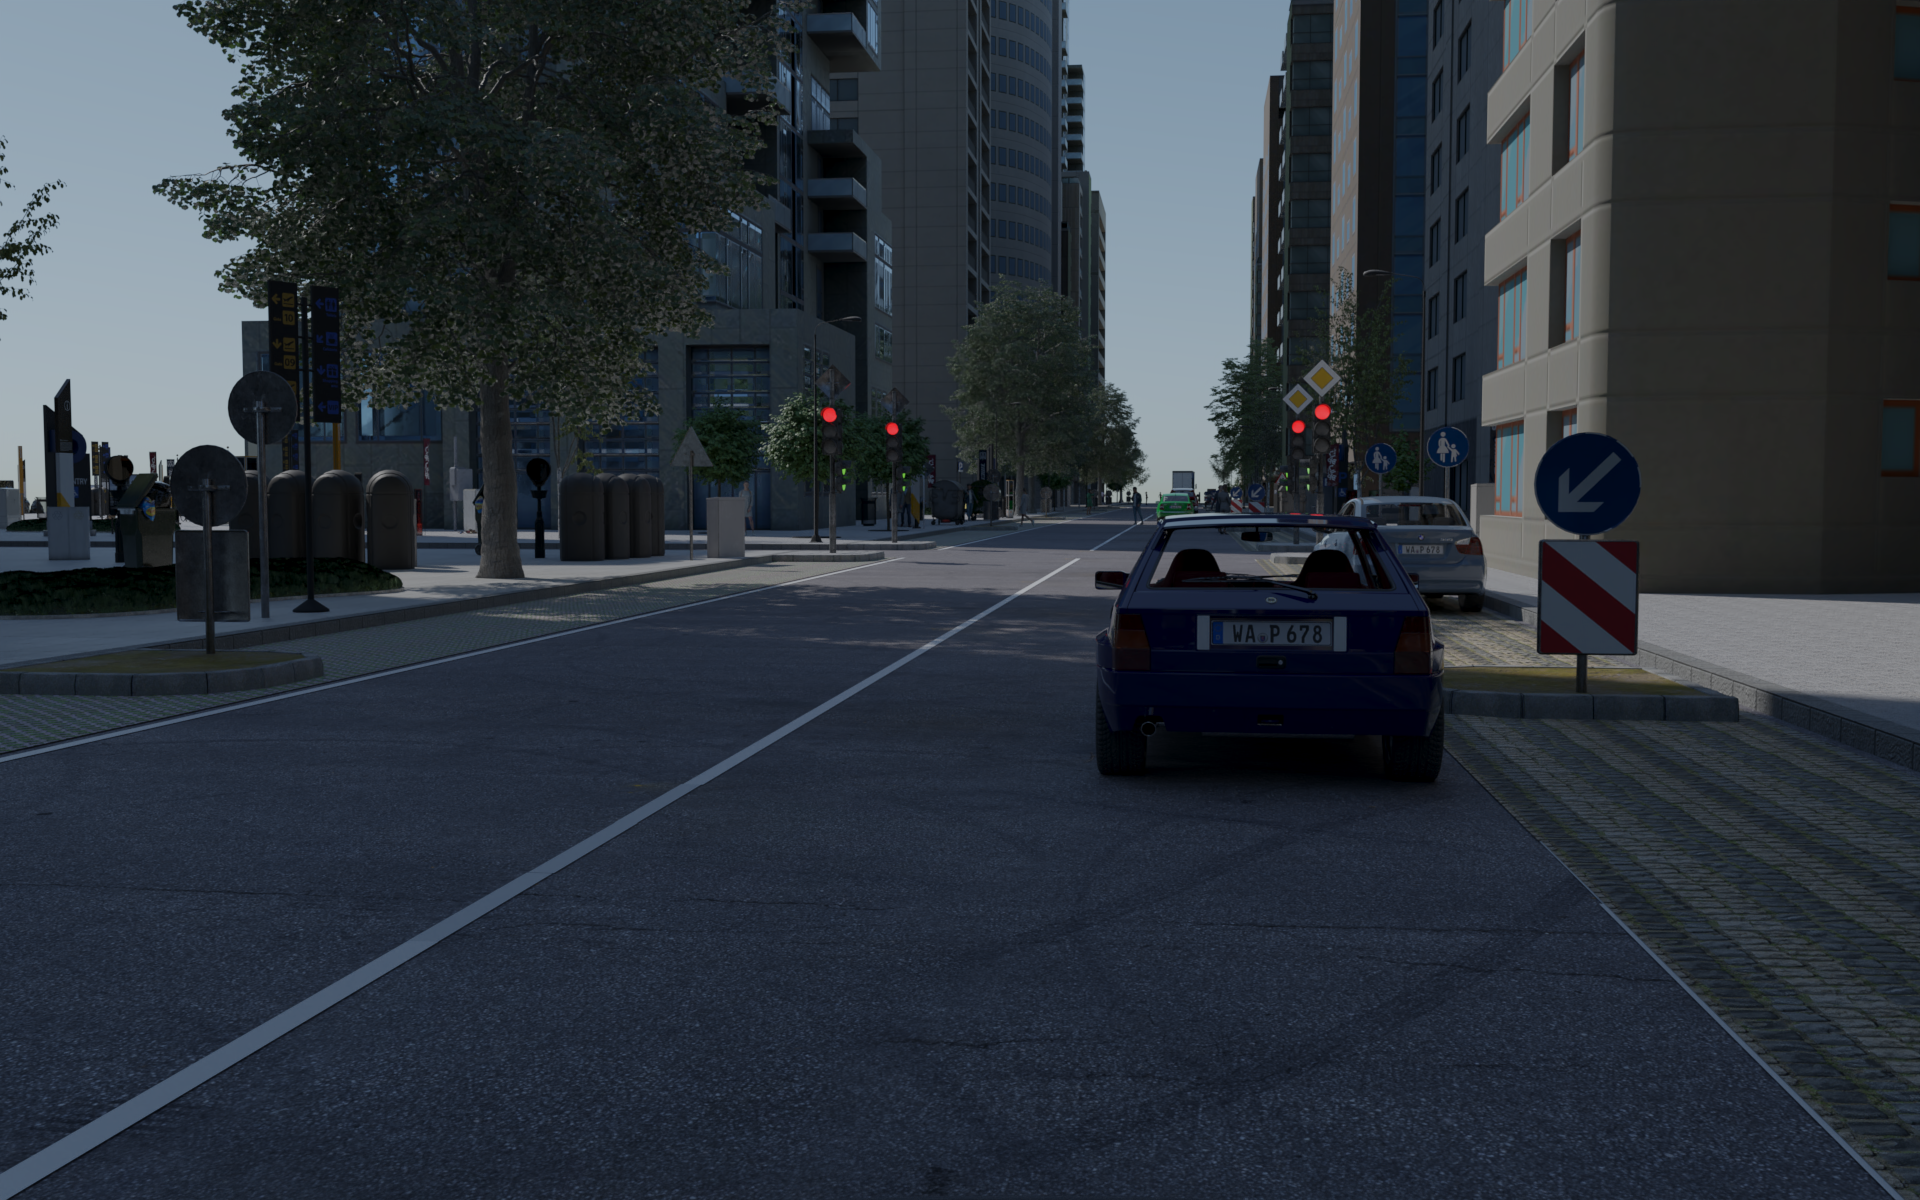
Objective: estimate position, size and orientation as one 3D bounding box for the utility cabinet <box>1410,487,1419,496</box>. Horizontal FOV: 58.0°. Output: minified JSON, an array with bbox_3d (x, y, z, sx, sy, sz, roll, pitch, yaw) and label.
[{"bbox_3d":[13.889,-2.704,52.887,0.318,1.500,1.173,1,4,14],"label":"utility cabinet"}]

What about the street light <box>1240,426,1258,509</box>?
[{"bbox_3d":[19.727,-8.892,117.920,1.470,5.913,1.316,0,4,7],"label":"street light"}]

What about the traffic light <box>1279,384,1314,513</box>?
[{"bbox_3d":[8.571,-3.377,44.132,0.839,4.253,0.868,0,4,7],"label":"traffic light"}]

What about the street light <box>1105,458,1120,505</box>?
[{"bbox_3d":[17.846,-14.207,204.819,1.470,5.913,1.316,0,4,7],"label":"street light"}]

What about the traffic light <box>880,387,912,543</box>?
[{"bbox_3d":[-1.703,-3.458,45.466,0.839,4.253,0.868,0,4,7],"label":"traffic light"}]

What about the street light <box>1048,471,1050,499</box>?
[{"bbox_3d":[6.782,-9.108,121.459,1.470,5.913,1.316,0,4,7],"label":"street light"}]

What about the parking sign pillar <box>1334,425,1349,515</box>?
[{"bbox_3d":[14.769,-4.810,67.111,1.447,3.967,1.447,0,4,7],"label":"parking sign pillar"}]

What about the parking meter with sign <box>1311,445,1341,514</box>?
[{"bbox_3d":[13.114,-4.040,62.318,0.543,3.016,1.738,-1,4,-10],"label":"parking meter with sign"}]

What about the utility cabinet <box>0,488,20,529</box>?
[{"bbox_3d":[-34.790,-3.347,63.404,0.318,1.500,1.173,0,4,-8],"label":"utility cabinet"}]

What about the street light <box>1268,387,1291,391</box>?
[{"bbox_3d":[14.122,-6.297,75.495,1.470,5.913,1.316,0,4,7],"label":"street light"}]

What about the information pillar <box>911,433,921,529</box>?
[{"bbox_3d":[-1.656,-4.467,64.388,0.183,3.616,0.504,2,4,31],"label":"information pillar"}]

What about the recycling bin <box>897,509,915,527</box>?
[{"bbox_3d":[-2.073,-3.397,68.097,0.722,1.027,0.722,0,4,3],"label":"recycling bin"}]

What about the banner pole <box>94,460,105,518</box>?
[{"bbox_3d":[-46.643,-6.339,93.656,0.401,3.779,0.863,0,4,-2],"label":"banner pole"}]

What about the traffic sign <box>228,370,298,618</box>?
[{"bbox_3d":[-7.202,-1.087,17.883,0.768,2.556,0.104,0,4,8],"label":"traffic sign"}]

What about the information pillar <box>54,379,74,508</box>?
[{"bbox_3d":[-18.097,-2.671,35.025,0.183,3.616,0.504,0,4,3],"label":"information pillar"}]

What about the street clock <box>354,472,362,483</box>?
[{"bbox_3d":[-20.110,-3.264,57.940,0.358,2.002,0.471,-1,4,-15],"label":"street clock"}]

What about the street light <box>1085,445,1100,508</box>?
[{"bbox_3d":[12.577,-11.730,164.328,1.470,5.913,1.316,0,4,7],"label":"street light"}]

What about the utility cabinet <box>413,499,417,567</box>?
[{"bbox_3d":[-9.962,-1.212,30.977,0.306,1.237,1.020,-2,4,-29],"label":"utility cabinet"}]

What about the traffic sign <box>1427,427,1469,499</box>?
[{"bbox_3d":[9.237,-2.002,32.835,0.768,2.556,0.104,1,4,17],"label":"traffic sign"}]

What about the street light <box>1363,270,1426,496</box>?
[{"bbox_3d":[9.062,-3.881,36.001,1.470,5.913,1.316,0,4,7],"label":"street light"}]

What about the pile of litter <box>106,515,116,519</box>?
[{"bbox_3d":[-41.494,-4.353,85.128,1.176,0.858,1.719,1,4,9],"label":"pile of litter"}]

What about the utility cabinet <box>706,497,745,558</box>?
[{"bbox_3d":[-4.739,-1.461,35.049,0.306,1.237,1.020,2,4,24],"label":"utility cabinet"}]

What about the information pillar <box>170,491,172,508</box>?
[{"bbox_3d":[-55.231,-7.943,121.230,0.504,3.616,0.183,-3,5,-39],"label":"information pillar"}]

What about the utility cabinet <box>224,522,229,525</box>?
[{"bbox_3d":[-30.478,-3.814,71.043,0.318,1.500,1.173,1,4,9],"label":"utility cabinet"}]

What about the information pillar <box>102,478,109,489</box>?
[{"bbox_3d":[-59.587,-7.912,120.722,0.504,3.616,0.183,-2,4,-31],"label":"information pillar"}]

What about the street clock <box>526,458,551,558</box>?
[{"bbox_3d":[-8.407,-1.837,34.610,0.471,2.002,0.358,0,4,-7],"label":"street clock"}]

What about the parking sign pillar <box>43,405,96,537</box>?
[{"bbox_3d":[-27.202,-3.935,52.814,1.447,3.967,1.447,1,4,22],"label":"parking sign pillar"}]

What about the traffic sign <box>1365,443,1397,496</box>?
[{"bbox_3d":[10.508,-2.641,43.285,0.768,2.556,0.104,1,4,16],"label":"traffic sign"}]

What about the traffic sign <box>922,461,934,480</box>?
[{"bbox_3d":[-1.342,-3.921,63.834,0.795,2.593,0.064,1,4,14],"label":"traffic sign"}]

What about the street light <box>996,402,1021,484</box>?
[{"bbox_3d":[2.384,-7.061,87.980,1.470,5.913,1.316,0,4,7],"label":"street light"}]

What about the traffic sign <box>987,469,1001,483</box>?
[{"bbox_3d":[1.662,-5.289,86.588,0.768,2.556,0.104,1,4,16],"label":"traffic sign"}]

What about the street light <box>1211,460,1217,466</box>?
[{"bbox_3d":[35.100,-15.994,234.035,1.470,5.913,1.316,0,4,7],"label":"street light"}]

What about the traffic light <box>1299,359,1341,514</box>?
[{"bbox_3d":[7.527,-2.893,36.215,0.839,4.253,0.868,0,4,7],"label":"traffic light"}]

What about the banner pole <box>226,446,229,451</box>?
[{"bbox_3d":[-38.449,-6.145,90.489,0.863,3.779,0.401,-3,5,-39],"label":"banner pole"}]

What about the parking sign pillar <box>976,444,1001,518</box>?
[{"bbox_3d":[1.475,-6.413,93.331,1.447,3.967,1.447,-3,4,-36],"label":"parking sign pillar"}]

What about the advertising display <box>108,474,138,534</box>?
[{"bbox_3d":[-26.666,-3.066,55.341,0.974,1.923,0.123,0,4,-6],"label":"advertising display"}]

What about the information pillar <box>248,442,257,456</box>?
[{"bbox_3d":[-19.090,-3.397,46.904,0.504,3.616,0.183,3,4,39],"label":"information pillar"}]

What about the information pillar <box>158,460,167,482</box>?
[{"bbox_3d":[-54.843,-7.799,118.861,0.183,3.616,0.504,0,4,-6],"label":"information pillar"}]

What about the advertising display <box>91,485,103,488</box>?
[{"bbox_3d":[-59.749,-7.000,119.666,0.974,1.923,0.123,-3,5,-41],"label":"advertising display"}]

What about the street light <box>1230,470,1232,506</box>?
[{"bbox_3d":[24.251,-10.919,151.064,1.470,5.913,1.316,0,4,7],"label":"street light"}]

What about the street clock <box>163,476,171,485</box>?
[{"bbox_3d":[-31.446,-3.926,68.766,0.358,2.002,0.471,-1,4,-14],"label":"street clock"}]

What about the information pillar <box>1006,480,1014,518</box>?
[{"bbox_3d":[2.636,-5.325,91.559,0.304,2.012,0.304,-1,4,-23],"label":"information pillar"}]

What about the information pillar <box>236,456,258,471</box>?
[{"bbox_3d":[-13.748,-1.770,33.432,0.304,2.012,0.304,2,4,29],"label":"information pillar"}]

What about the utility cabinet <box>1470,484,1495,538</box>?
[{"bbox_3d":[11.388,-1.706,36.568,1.173,1.500,0.318,0,4,-8],"label":"utility cabinet"}]

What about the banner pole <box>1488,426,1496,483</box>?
[{"bbox_3d":[14.790,-3.491,47.094,0.863,3.779,0.401,0,4,1],"label":"banner pole"}]

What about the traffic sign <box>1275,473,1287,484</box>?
[{"bbox_3d":[17.896,-5.883,96.192,0.884,2.594,0.081,1,4,17],"label":"traffic sign"}]

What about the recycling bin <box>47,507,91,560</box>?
[{"bbox_3d":[-17.464,-1.309,33.955,0.722,1.027,0.722,-2,4,-26],"label":"recycling bin"}]

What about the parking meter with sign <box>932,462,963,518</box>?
[{"bbox_3d":[-0.728,-5.990,94.198,1.738,3.016,0.543,2,4,28],"label":"parking meter with sign"}]

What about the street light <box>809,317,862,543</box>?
[{"bbox_3d":[-3.268,-4.466,45.562,1.470,5.913,1.316,0,4,7],"label":"street light"}]

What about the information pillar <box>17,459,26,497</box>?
[{"bbox_3d":[-62.636,-7.604,115.686,0.504,3.616,0.183,-3,4,-38],"label":"information pillar"}]

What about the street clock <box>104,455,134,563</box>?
[{"bbox_3d":[-15.689,-1.699,32.351,0.471,2.002,0.358,-3,4,-39],"label":"street clock"}]

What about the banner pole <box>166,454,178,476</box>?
[{"bbox_3d":[-49.425,-7.272,108.913,0.863,3.779,0.401,-1,4,-23],"label":"banner pole"}]

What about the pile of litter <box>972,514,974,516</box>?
[{"bbox_3d":[1.101,-5.309,100.759,1.176,0.858,1.719,-2,4,-29],"label":"pile of litter"}]

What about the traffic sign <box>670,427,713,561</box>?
[{"bbox_3d":[-5.186,-2.041,33.378,0.884,2.594,0.081,1,4,14],"label":"traffic sign"}]

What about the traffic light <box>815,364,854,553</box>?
[{"bbox_3d":[-2.747,-2.974,37.549,0.839,4.253,0.868,0,4,7],"label":"traffic light"}]

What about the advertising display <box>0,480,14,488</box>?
[{"bbox_3d":[-44.174,-4.589,80.250,0.974,1.923,0.123,2,4,27],"label":"advertising display"}]

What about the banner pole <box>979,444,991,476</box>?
[{"bbox_3d":[1.273,-5.870,85.990,0.863,3.779,0.401,2,4,33],"label":"banner pole"}]
